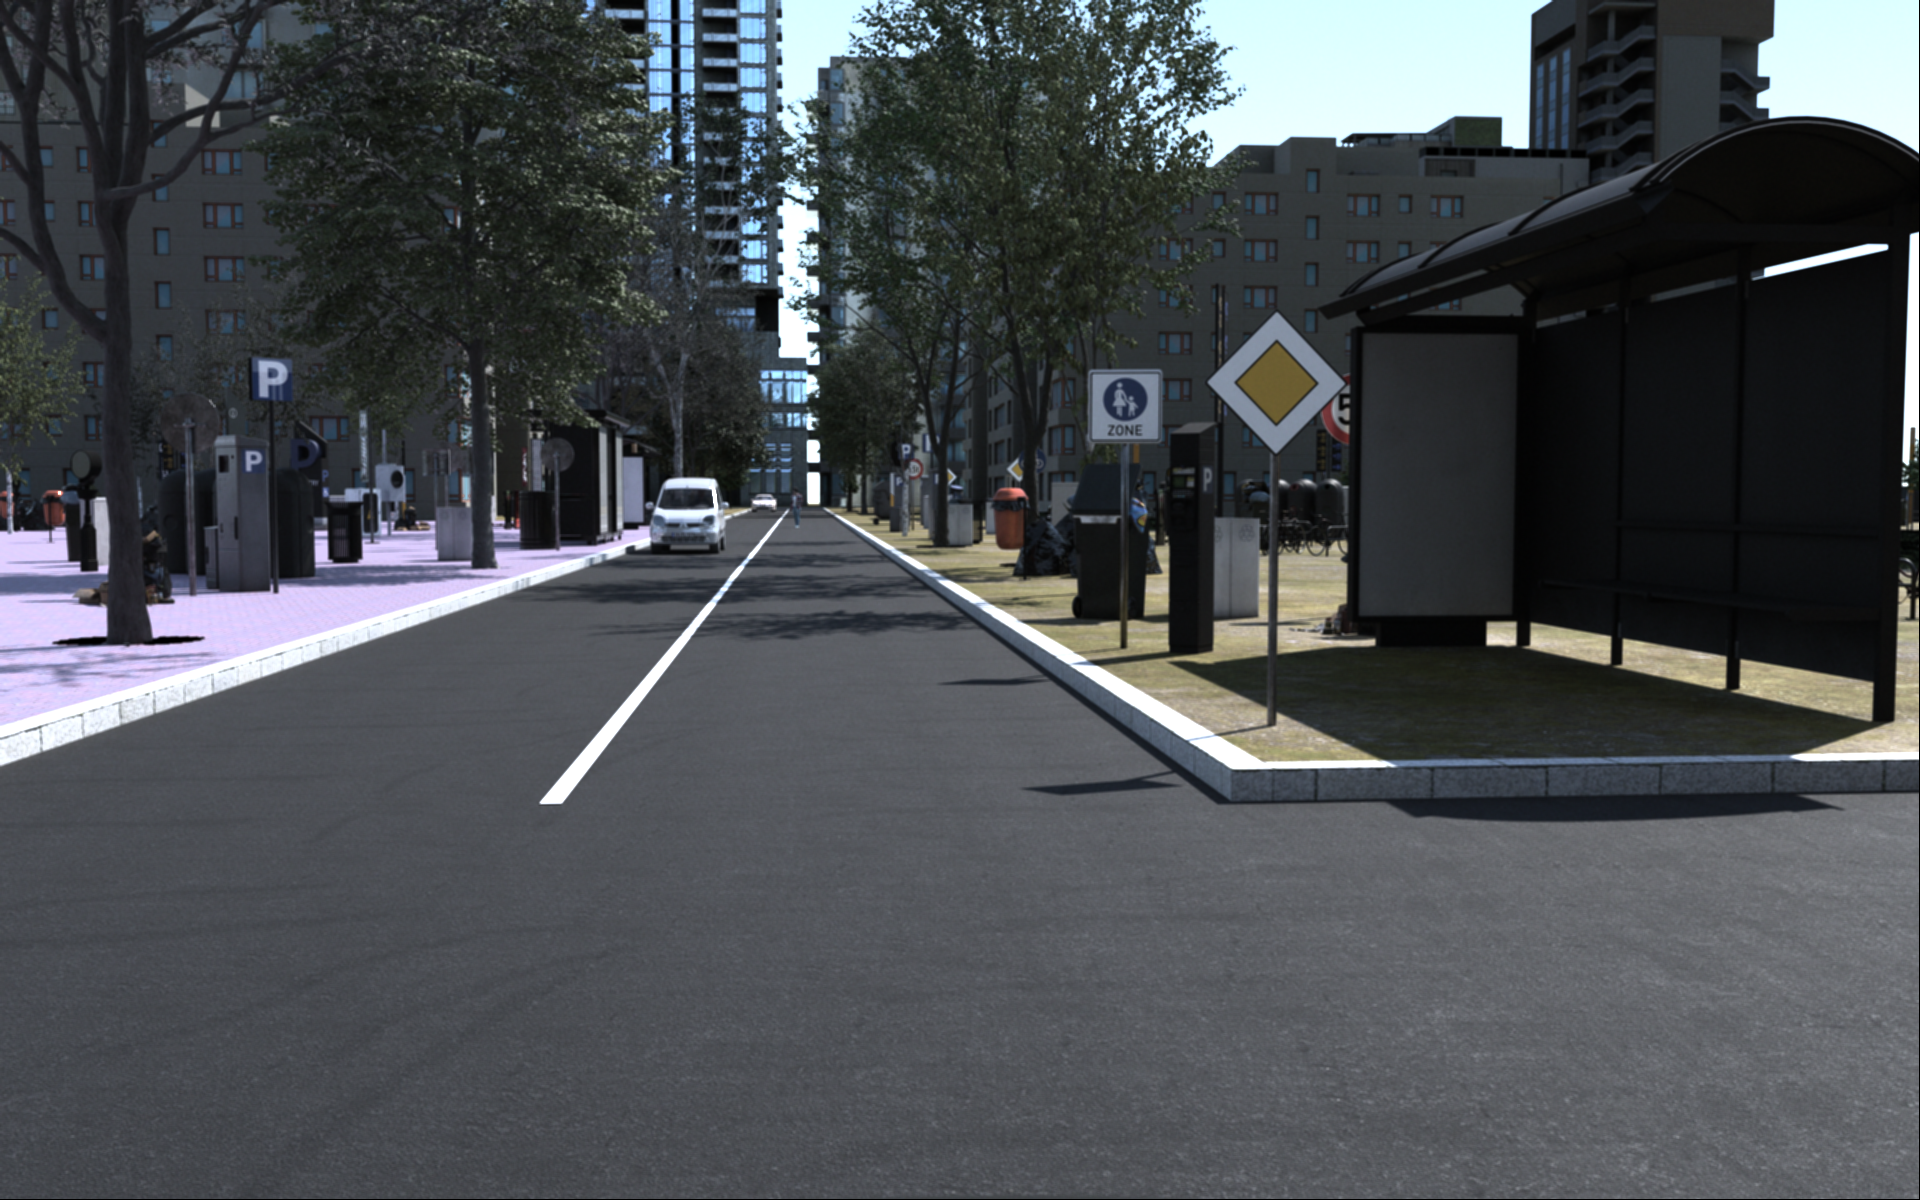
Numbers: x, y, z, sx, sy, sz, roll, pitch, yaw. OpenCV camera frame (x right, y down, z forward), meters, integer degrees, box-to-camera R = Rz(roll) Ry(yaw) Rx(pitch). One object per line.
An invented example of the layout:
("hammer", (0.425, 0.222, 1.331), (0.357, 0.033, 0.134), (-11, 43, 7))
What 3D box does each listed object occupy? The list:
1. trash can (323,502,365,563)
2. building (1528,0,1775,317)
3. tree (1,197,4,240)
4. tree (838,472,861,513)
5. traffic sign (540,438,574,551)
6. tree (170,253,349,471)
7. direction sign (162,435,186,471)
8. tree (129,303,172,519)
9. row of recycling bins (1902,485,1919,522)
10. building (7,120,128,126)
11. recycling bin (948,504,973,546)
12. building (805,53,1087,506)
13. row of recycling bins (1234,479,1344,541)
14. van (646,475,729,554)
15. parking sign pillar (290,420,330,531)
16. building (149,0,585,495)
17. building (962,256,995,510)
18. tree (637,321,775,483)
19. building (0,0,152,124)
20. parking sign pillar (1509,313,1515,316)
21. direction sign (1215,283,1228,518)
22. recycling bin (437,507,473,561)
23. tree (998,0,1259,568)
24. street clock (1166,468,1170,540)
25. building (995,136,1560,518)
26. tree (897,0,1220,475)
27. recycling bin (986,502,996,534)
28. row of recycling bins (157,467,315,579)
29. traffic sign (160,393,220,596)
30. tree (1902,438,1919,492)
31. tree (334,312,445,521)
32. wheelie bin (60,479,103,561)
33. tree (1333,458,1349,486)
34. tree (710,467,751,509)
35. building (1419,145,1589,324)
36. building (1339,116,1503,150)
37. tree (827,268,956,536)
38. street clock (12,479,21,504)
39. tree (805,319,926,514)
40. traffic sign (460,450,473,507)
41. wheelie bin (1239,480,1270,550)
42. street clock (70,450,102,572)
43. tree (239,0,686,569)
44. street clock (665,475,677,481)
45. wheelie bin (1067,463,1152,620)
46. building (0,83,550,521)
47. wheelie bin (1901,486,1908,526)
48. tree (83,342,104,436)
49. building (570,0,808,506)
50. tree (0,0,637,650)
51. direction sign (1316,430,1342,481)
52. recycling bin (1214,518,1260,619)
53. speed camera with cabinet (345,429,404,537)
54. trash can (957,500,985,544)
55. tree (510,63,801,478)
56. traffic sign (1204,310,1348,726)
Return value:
("trash can", (-11.496, -1.267, 32.369), (0.748, 1.137, 0.748), (0, 3, 0))
("building", (57.807, -30.391, 146.995), (14.200, 45.320, 14.600), (0, 4, -5))
("tree", (-23.319, -5.458, 39.601), (4.737, 8.622, 4.395), (0, 3, 0))
("tree", (-7.419, -7.683, 120.223), (1.663, 3.219, 1.824), (0, 3, 0))
("traffic sign", (-9.144, -2.398, 39.318), (0.768, 2.556, 0.104), (0, 4, -1))
("tree", (-21.249, -6.322, 53.732), (4.360, 8.622, 3.978), (0, 3, 0))
("direction sign", (-26.195, -4.035, 57.973), (0.876, 3.537, 0.379), (-1, 4, -21))
("tree", (-27.975, -6.939, 63.819), (4.360, 8.622, 3.978), (0, 3, 0))
("row of recycling bins", (43.997, -4.432, 79.574), (1.069, 1.692, 3.534), (0, 4, -4))
("building", (-68.312, -22.385, 137.699), (14.107, 30.474, 14.160), (0, 4, -5))
("recycling bin", (-0.096, -1.856, 42.897), (0.722, 1.027, 0.722), (-1, 4, -10))
("building", (-1.633, -34.926, 190.640), (30.456, 49.044, 23.786), (0, 4, -5))
("row of recycling bins", (9.272, -2.553, 48.850), (3.534, 1.692, 1.069), (3, 5, 44))
("van", (-6.716, -2.196, 42.919), (2.013, 2.044, 4.112), (0, 4, -5))
("parking sign pillar", (-22.865, -4.429, 60.879), (1.447, 3.967, 1.447), (1, 4, 16))
("building", (-45.165, -31.446, 133.753), (30.456, 49.044, 23.786), (0, 4, -5))
("building", (15.298, -17.859, 137.031), (27.650, 21.520, 28.899), (0, 4, -5))
("tree", (-16.110, -11.721, 108.646), (9.611, 12.733, 9.660), (0, 3, 0))
("building", (-84.730, -36.462, 185.393), (27.495, 52.752, 28.713), (0, 4, -5))
("parking sign pillar", (7.760, -2.318, 26.365), (1.447, 3.967, 1.447), (2, 4, 29))
("direction sign", (2.878, -1.659, 19.123), (0.379, 3.537, 0.876), (1, 4, 15))
("recycling bin", (-9.657, -1.287, 33.590), (0.722, 1.027, 0.722), (1, 4, 9))
("tree", (1.340, -6.405, 30.482), (9.928, 11.665, 9.643), (0, 3, 0))
("street clock", (5.882, -2.647, 47.853), (0.358, 2.002, 0.471), (-1, 4, -16))
("building", (17.747, -16.101, 108.289), (27.650, 21.520, 28.899), (0, 4, -5))
("tree", (1.470, -4.383, 22.029), (4.737, 8.622, 4.395), (0, 3, 0))
("recycling bin", (1.261, -2.634, 55.614), (0.722, 1.027, 0.722), (1, 4, 15))
("row of recycling bins", (-11.477, -1.238, 27.350), (3.534, 1.692, 1.069), (2, 4, 35))
("traffic sign", (-9.691, -1.327, 21.808), (0.768, 2.556, 0.104), (0, 4, 1))
("tree", (28.555, -3.478, 51.461), (1.663, 3.219, 1.824), (0, 3, 0))
("tree", (-22.850, -7.270, 69.235), (4.737, 8.622, 4.395), (0, 3, 0))
("wheelie bin", (-16.797, -1.543, 33.141), (0.693, 1.594, 0.980), (-1, 4, -23))
("tree", (18.120, -5.172, 79.163), (1.663, 3.219, 1.824), (0, 3, 0))
("tree", (-19.525, -9.974, 146.784), (4.285, 4.588, 4.351), (0, 3, 0))
("building", (43.574, -22.977, 147.382), (14.107, 30.474, 14.160), (0, 4, -5))
("building", (49.797, -30.995, 190.370), (14.086, 41.232, 14.154), (0, 4, -5))
("tree", (-1.777, -6.261, 52.722), (4.360, 8.622, 3.978), (0, 3, 0))
("street clock", (-39.705, -4.180, 72.905), (0.358, 2.002, 0.471), (-1, 4, -16))
("tree", (-6.097, -11.856, 111.972), (7.486, 12.596, 7.792), (0, 3, 0))
("traffic sign", (-12.874, -2.787, 45.673), (0.768, 2.556, 0.104), (0, 4, -1))
("wheelie bin", (6.880, -1.969, 40.099), (0.693, 1.594, 0.980), (-1, 4, -23))
("street clock", (-14.440, -1.474, 28.667), (0.471, 2.002, 0.358), (2, 4, 23))
("tree", (-8.335, -6.791, 29.165), (7.486, 12.596, 7.792), (0, 3, 0))
("street clock", (-10.860, -3.706, 65.170), (0.471, 2.002, 0.358), (3, 4, 38))
("wheelie bin", (1.550, -0.612, 17.914), (0.980, 1.594, 0.693), (2, 4, 31))
("building", (-38.918, -15.351, 96.033), (27.650, 21.520, 28.899), (0, 4, -5))
("wheelie bin", (38.078, -3.808, 70.174), (0.693, 1.594, 0.980), (-3, 4, -39))
("tree", (-36.800, -7.773, 77.450), (4.360, 8.622, 3.978), (0, 3, 0))
("building", (-32.182, -53.424, 186.146), (31.000, 86.520, 22.319), (0, 4, -5))
("tree", (-7.272, -6.363, 14.409), (12.009, 13.543, 11.850), (0, 3, 0))
("direction sign", (12.944, -4.209, 60.817), (0.876, 3.537, 0.379), (0, 4, -1))
("recycling bin", (2.671, -0.346, 18.208), (0.722, 1.027, 0.722), (-1, 4, -19))
("speed camera with cabinet", (-17.640, -3.540, 52.218), (0.660, 3.252, 2.038), (1, 4, 21))
("trash can", (0.279, -2.013, 44.568), (0.748, 1.137, 0.748), (0, 3, 0))
("tree", (-13.647, -13.517, 76.897), (12.611, 20.169, 13.585), (0, 3, 0))
("traffic sign", (1.725, -0.360, 9.537), (0.795, 2.450, 0.064), (0, 4, -5))
